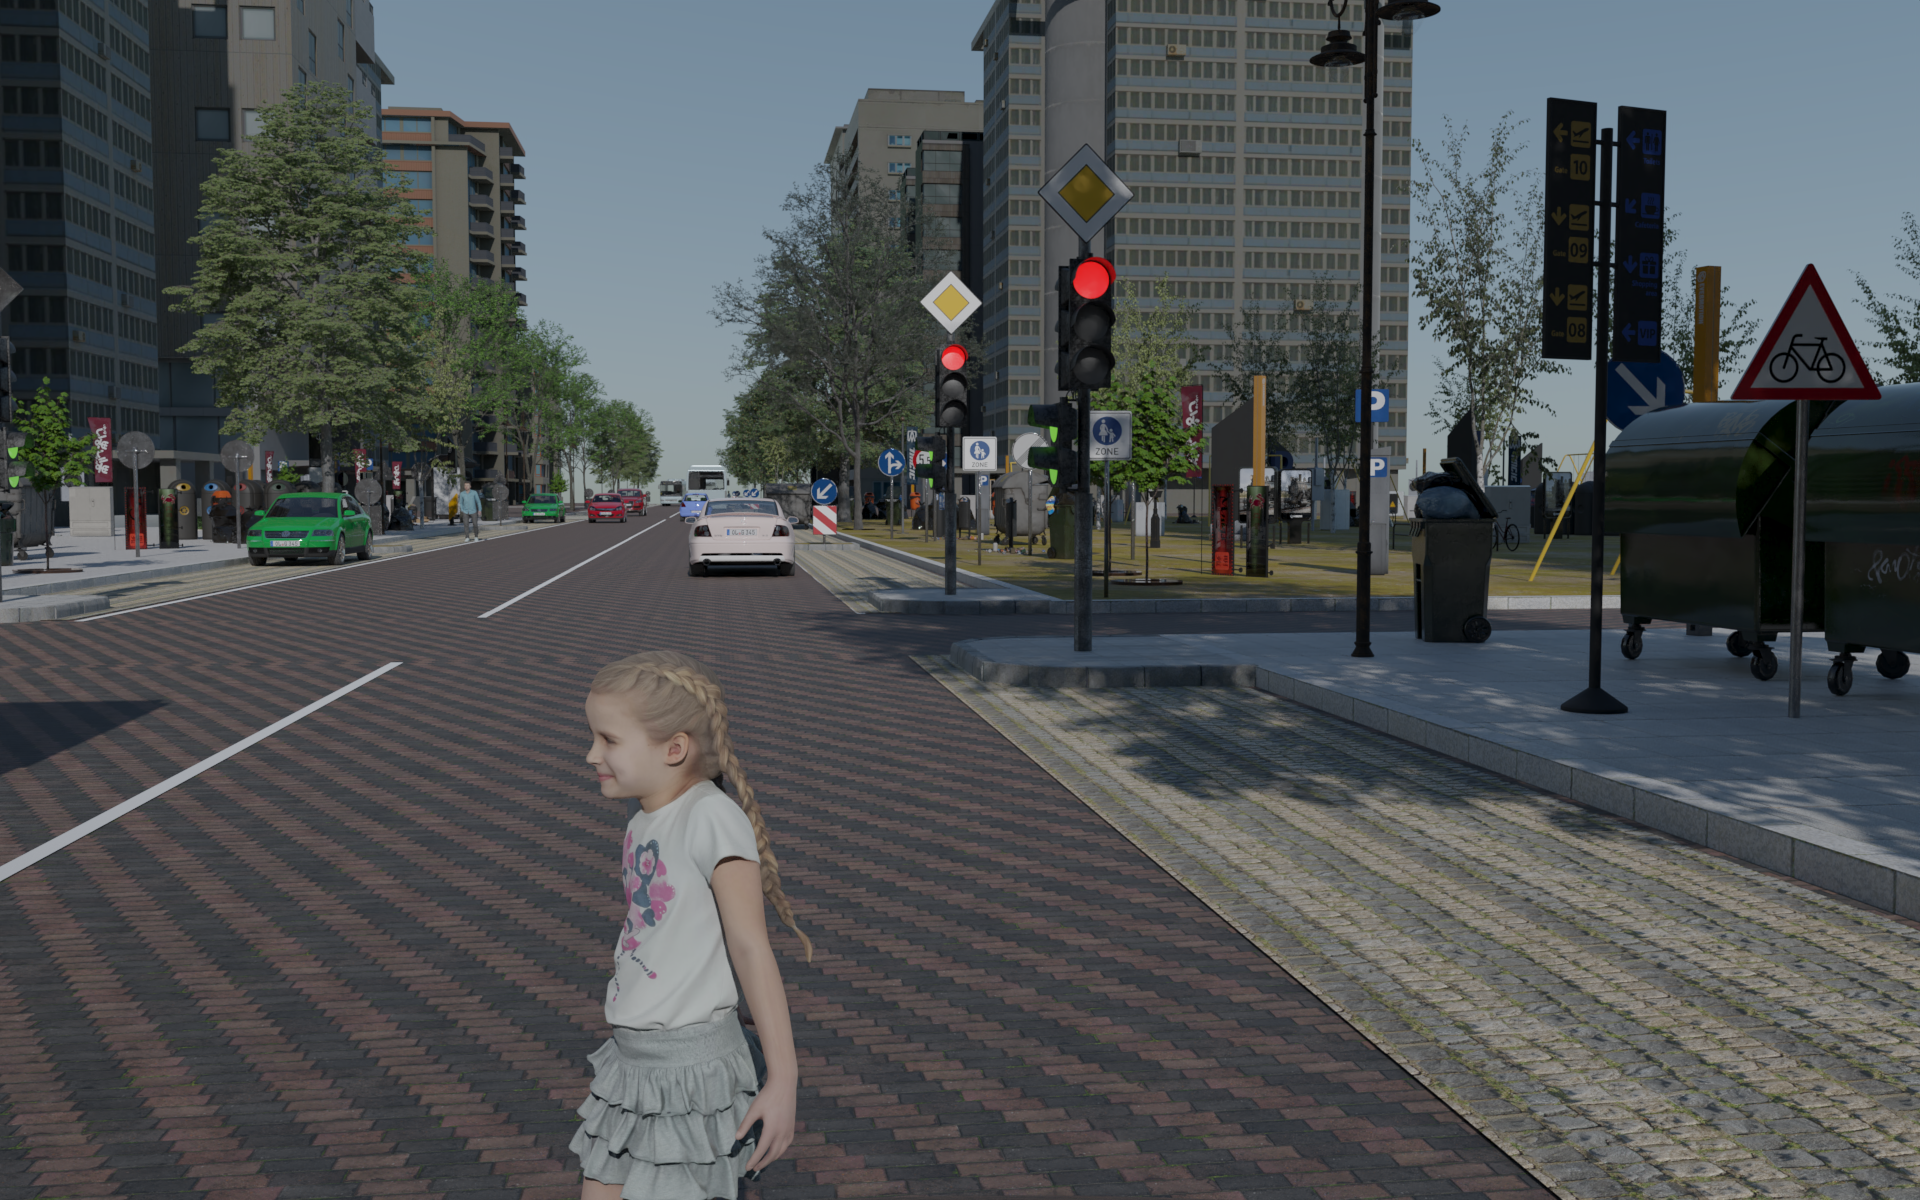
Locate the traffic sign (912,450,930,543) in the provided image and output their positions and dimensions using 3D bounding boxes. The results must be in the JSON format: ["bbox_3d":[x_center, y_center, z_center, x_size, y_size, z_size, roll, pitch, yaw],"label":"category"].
[{"bbox_3d":[-0.881,-2.793,45.772,0.768,2.556,0.104,0,4,-6],"label":"traffic sign"}]

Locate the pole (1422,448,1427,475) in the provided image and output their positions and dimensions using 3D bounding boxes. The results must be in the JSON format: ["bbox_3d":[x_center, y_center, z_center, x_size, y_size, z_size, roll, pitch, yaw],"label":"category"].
[{"bbox_3d":[20.676,-5.096,77.159,0.158,3.312,0.155,0,3,0],"label":"pole"}]

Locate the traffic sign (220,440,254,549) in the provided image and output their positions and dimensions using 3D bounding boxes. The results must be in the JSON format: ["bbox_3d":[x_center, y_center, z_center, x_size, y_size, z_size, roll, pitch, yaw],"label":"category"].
[{"bbox_3d":[-16.964,-2.482,40.679,0.768,2.556,0.104,0,4,-8],"label":"traffic sign"}]

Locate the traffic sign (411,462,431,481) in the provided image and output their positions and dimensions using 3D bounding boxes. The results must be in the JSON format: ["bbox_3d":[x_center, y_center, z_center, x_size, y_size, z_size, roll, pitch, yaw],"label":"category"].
[{"bbox_3d":[-21.411,-4.202,68.800,0.768,2.556,0.104,0,4,-7],"label":"traffic sign"}]

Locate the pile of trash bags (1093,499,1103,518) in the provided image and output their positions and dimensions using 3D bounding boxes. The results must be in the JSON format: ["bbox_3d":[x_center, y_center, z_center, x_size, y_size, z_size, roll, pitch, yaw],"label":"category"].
[{"bbox_3d":[6.116,-5.015,91.743,1.912,1.369,3.447,2,4,34],"label":"pile of trash bags"}]

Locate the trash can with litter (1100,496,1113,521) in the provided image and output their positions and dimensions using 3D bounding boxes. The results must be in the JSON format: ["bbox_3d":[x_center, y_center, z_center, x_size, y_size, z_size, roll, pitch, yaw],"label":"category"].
[{"bbox_3d":[6.933,-4.407,83.441,1.055,1.170,0.624,-1,4,-18],"label":"trash can with litter"}]

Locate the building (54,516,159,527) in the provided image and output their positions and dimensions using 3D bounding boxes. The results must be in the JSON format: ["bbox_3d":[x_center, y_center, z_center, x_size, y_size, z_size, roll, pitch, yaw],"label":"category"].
[{"bbox_3d":[-47.800,-23.162,70.578,32.217,40.220,23.993,0,4,-8],"label":"building"}]

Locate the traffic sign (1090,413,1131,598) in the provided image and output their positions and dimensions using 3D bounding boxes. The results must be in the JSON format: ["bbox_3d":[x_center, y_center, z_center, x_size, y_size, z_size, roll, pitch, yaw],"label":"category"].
[{"bbox_3d":[1.811,-1.179,21.400,0.606,2.300,0.079,0,4,1],"label":"traffic sign"}]

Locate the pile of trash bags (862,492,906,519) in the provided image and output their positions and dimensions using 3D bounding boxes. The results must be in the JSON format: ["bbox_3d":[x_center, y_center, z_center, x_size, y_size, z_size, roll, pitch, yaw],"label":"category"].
[{"bbox_3d":[-3.377,-4.866,89.313,3.447,1.369,1.912,-3,5,-44],"label":"pile of trash bags"}]

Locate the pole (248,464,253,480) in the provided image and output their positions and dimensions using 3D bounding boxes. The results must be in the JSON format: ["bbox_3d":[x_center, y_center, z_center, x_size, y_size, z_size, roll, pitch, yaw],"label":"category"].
[{"bbox_3d":[-32.329,-5.206,78.958,0.158,3.312,0.155,0,3,0],"label":"pole"}]

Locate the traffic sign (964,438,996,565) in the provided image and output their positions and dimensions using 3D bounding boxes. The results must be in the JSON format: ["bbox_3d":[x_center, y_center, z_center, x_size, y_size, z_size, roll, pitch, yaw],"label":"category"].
[{"bbox_3d":[0.351,-1.769,31.056,0.606,2.300,0.079,0,4,-4],"label":"traffic sign"}]

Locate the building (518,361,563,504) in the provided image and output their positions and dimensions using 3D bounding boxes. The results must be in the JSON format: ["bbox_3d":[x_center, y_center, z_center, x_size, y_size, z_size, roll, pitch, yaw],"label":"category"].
[{"bbox_3d":[-67.665,-23.399,227.608,27.650,21.520,28.899,0,4,-8],"label":"building"}]

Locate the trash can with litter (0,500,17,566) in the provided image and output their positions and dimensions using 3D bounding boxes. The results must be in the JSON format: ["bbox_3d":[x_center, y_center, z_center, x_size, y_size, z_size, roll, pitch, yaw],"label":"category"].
[{"bbox_3d":[-17.348,-1.190,30.841,1.055,1.170,0.624,1,4,20],"label":"trash can with litter"}]

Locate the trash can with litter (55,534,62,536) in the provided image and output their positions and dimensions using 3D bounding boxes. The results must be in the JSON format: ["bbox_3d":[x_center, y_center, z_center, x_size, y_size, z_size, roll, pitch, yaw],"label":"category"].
[{"bbox_3d":[-28.516,-2.566,53.012,2.233,1.210,1.678,2,4,25],"label":"trash can with litter"}]

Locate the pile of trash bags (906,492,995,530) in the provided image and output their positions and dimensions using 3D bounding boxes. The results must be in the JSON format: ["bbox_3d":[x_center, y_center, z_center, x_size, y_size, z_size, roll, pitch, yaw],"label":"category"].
[{"bbox_3d":[0.059,-3.210,62.230,3.447,1.369,1.912,-1,4,-18],"label":"pile of trash bags"}]

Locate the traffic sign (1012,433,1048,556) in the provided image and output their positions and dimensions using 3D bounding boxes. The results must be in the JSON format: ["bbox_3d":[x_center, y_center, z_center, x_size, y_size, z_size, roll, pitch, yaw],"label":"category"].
[{"bbox_3d":[1.460,-2.196,36.006,0.768,2.556,0.104,0,4,0],"label":"traffic sign"}]

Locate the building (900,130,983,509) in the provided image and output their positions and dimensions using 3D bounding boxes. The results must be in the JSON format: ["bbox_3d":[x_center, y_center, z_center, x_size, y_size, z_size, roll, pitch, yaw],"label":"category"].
[{"bbox_3d":[3.110,-22.622,141.565,14.160,30.474,14.107,0,4,-8],"label":"building"}]

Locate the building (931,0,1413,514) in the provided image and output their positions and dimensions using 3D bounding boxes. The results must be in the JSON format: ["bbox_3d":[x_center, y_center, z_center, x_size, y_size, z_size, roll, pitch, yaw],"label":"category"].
[{"bbox_3d":[14.692,-26.385,123.271,32.217,40.220,23.993,0,4,-8],"label":"building"}]

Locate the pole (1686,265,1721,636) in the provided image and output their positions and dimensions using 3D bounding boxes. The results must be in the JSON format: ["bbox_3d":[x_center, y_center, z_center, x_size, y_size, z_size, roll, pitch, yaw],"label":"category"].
[{"bbox_3d":[6.706,-1.331,15.612,0.158,3.312,0.155,0,3,0],"label":"pole"}]

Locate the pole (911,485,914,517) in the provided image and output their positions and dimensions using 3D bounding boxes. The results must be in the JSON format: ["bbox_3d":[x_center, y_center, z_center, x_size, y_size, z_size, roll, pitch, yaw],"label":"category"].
[{"bbox_3d":[-2.664,-6.313,97.066,0.158,3.312,0.155,0,3,0],"label":"pole"}]

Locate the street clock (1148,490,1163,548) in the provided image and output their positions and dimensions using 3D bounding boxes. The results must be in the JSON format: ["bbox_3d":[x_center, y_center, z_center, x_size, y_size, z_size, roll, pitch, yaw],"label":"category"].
[{"bbox_3d":[4.643,-2.237,41.142,0.358,2.002,0.471,2,4,30],"label":"street clock"}]

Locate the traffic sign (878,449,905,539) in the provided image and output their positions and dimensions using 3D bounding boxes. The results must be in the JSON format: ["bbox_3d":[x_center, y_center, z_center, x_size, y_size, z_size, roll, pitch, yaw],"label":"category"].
[{"bbox_3d":[-1.927,-2.985,48.904,0.768,2.556,0.104,0,4,-5],"label":"traffic sign"}]

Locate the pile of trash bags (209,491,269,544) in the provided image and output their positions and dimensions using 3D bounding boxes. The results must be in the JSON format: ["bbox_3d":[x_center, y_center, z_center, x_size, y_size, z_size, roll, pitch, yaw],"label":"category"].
[{"bbox_3d":[-19.012,-2.218,46.023,3.447,1.369,1.912,3,5,43],"label":"pile of trash bags"}]

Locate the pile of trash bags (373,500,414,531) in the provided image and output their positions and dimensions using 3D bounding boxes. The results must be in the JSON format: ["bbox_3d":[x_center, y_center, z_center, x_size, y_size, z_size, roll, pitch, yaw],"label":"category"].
[{"bbox_3d":[-20.793,-3.070,59.944,1.912,1.369,3.447,3,4,37],"label":"pile of trash bags"}]

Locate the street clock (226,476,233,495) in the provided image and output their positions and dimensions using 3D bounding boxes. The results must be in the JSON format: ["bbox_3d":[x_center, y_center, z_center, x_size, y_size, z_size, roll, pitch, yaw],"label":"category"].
[{"bbox_3d":[-29.436,-3.990,69.808,0.358,2.002,0.471,-2,4,-27],"label":"street clock"}]

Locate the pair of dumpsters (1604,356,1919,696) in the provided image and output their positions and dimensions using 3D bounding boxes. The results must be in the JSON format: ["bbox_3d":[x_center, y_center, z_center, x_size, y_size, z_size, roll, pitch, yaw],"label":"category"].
[{"bbox_3d":[6.029,-0.549,11.465,1.574,2.255,4.437,-1,4,-8],"label":"pair of dumpsters"}]

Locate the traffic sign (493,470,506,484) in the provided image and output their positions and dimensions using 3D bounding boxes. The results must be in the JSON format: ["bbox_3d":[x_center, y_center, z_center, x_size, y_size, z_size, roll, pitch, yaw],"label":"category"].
[{"bbox_3d":[-24.980,-5.754,94.089,0.884,2.594,0.081,0,4,-6],"label":"traffic sign"}]

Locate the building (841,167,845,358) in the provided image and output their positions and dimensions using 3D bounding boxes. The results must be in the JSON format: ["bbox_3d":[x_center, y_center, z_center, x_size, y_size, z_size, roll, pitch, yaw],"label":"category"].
[{"bbox_3d":[-7.771,-34.997,222.316,14.600,45.320,14.200,0,4,-8],"label":"building"}]

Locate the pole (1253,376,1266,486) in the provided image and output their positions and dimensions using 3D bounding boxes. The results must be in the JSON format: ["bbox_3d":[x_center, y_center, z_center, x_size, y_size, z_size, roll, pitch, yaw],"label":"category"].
[{"bbox_3d":[5.172,-2.209,29.962,0.158,3.312,0.155,0,3,0],"label":"pole"}]

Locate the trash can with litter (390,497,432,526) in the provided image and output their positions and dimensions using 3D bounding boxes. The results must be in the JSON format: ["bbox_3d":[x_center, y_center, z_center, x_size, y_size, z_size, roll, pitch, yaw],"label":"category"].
[{"bbox_3d":[-22.451,-3.628,70.380,2.233,1.210,1.678,-3,5,-40],"label":"trash can with litter"}]

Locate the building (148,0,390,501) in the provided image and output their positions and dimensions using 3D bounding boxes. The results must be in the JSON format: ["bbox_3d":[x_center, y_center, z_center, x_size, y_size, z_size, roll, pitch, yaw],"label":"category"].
[{"bbox_3d":[-50.970,-31.474,103.844,28.713,52.752,27.495,0,4,-8],"label":"building"}]

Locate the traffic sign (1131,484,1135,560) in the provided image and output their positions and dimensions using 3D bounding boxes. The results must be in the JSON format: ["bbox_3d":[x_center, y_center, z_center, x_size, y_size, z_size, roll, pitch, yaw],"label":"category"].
[{"bbox_3d":[3.374,-2.057,33.744,0.768,2.556,0.104,0,4,-4],"label":"traffic sign"}]

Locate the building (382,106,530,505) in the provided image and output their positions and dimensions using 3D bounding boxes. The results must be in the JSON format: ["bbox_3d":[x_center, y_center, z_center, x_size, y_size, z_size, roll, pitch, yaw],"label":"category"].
[{"bbox_3d":[-61.666,-33.273,198.630,22.147,44.769,28.867,0,4,-8],"label":"building"}]

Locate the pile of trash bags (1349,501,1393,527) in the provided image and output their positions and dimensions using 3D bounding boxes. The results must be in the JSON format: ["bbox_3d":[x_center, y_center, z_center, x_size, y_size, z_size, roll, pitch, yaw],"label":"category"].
[{"bbox_3d":[15.539,-3.596,68.542,1.912,1.369,3.447,-2,4,-29],"label":"pile of trash bags"}]

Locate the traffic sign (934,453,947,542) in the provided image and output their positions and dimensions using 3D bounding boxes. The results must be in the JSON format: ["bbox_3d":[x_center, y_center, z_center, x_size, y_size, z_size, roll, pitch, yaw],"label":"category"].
[{"bbox_3d":[-0.674,-2.854,46.774,0.768,2.556,0.104,0,4,-1],"label":"traffic sign"}]

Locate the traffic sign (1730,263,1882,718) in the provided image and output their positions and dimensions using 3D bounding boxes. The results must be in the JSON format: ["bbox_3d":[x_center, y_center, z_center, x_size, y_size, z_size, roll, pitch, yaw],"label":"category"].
[{"bbox_3d":[4.787,-0.603,9.865,0.884,2.594,0.081,0,4,-5],"label":"traffic sign"}]

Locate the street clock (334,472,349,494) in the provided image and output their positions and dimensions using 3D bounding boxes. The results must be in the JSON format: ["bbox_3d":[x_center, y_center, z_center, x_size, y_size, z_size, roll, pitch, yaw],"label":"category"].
[{"bbox_3d":[-20.143,-3.170,56.393,0.358,2.002,0.471,2,4,28],"label":"street clock"}]

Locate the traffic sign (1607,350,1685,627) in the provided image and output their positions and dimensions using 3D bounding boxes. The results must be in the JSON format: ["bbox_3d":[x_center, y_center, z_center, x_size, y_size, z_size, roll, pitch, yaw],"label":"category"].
[{"bbox_3d":[5.845,-0.909,14.962,0.768,2.556,0.104,0,4,-2],"label":"traffic sign"}]

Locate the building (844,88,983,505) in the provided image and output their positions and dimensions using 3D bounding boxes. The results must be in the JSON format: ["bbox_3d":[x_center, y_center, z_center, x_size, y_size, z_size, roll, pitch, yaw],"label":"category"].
[{"bbox_3d":[-2.191,-35.551,204.963,21.300,48.544,21.600,0,4,-8],"label":"building"}]

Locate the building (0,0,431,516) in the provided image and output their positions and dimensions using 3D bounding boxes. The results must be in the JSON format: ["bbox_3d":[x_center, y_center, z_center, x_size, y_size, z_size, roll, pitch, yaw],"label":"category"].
[{"bbox_3d":[-57.267,-26.843,130.761,32.217,40.220,23.993,0,4,-8],"label":"building"}]

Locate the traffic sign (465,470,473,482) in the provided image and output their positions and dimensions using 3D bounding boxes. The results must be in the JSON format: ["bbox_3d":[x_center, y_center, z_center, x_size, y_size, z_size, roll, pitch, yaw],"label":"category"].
[{"bbox_3d":[-26.501,-5.672,92.843,0.768,2.556,0.104,0,4,-1],"label":"traffic sign"}]

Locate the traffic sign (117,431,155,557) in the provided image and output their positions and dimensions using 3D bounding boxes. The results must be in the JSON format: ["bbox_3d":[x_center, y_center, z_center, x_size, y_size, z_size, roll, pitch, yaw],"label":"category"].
[{"bbox_3d":[-16.693,-2.140,35.090,0.768,2.556,0.104,0,4,-1],"label":"traffic sign"}]

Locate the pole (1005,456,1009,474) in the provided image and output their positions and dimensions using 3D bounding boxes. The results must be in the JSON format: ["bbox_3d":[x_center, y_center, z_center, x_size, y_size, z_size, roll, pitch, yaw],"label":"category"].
[{"bbox_3d":[2.499,-6.015,92.183,0.158,3.312,0.155,0,3,0],"label":"pole"}]

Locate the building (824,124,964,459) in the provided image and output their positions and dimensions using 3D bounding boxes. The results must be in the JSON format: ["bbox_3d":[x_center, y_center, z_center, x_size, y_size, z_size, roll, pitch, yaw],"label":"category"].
[{"bbox_3d":[-3.871,-40.047,244.007,28.713,52.752,27.495,0,4,-8],"label":"building"}]

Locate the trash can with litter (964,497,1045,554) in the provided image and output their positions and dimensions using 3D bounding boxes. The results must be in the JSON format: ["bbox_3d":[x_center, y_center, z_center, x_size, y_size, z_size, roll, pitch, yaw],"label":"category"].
[{"bbox_3d":[1.040,-1.636,37.805,1.678,1.210,2.233,0,4,-3],"label":"trash can with litter"}]

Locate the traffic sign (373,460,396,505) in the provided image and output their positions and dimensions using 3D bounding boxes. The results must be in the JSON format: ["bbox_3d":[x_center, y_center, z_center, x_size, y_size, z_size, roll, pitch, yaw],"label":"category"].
[{"bbox_3d":[-22.092,-4.066,66.483,0.884,2.594,0.081,0,4,-6],"label":"traffic sign"}]
